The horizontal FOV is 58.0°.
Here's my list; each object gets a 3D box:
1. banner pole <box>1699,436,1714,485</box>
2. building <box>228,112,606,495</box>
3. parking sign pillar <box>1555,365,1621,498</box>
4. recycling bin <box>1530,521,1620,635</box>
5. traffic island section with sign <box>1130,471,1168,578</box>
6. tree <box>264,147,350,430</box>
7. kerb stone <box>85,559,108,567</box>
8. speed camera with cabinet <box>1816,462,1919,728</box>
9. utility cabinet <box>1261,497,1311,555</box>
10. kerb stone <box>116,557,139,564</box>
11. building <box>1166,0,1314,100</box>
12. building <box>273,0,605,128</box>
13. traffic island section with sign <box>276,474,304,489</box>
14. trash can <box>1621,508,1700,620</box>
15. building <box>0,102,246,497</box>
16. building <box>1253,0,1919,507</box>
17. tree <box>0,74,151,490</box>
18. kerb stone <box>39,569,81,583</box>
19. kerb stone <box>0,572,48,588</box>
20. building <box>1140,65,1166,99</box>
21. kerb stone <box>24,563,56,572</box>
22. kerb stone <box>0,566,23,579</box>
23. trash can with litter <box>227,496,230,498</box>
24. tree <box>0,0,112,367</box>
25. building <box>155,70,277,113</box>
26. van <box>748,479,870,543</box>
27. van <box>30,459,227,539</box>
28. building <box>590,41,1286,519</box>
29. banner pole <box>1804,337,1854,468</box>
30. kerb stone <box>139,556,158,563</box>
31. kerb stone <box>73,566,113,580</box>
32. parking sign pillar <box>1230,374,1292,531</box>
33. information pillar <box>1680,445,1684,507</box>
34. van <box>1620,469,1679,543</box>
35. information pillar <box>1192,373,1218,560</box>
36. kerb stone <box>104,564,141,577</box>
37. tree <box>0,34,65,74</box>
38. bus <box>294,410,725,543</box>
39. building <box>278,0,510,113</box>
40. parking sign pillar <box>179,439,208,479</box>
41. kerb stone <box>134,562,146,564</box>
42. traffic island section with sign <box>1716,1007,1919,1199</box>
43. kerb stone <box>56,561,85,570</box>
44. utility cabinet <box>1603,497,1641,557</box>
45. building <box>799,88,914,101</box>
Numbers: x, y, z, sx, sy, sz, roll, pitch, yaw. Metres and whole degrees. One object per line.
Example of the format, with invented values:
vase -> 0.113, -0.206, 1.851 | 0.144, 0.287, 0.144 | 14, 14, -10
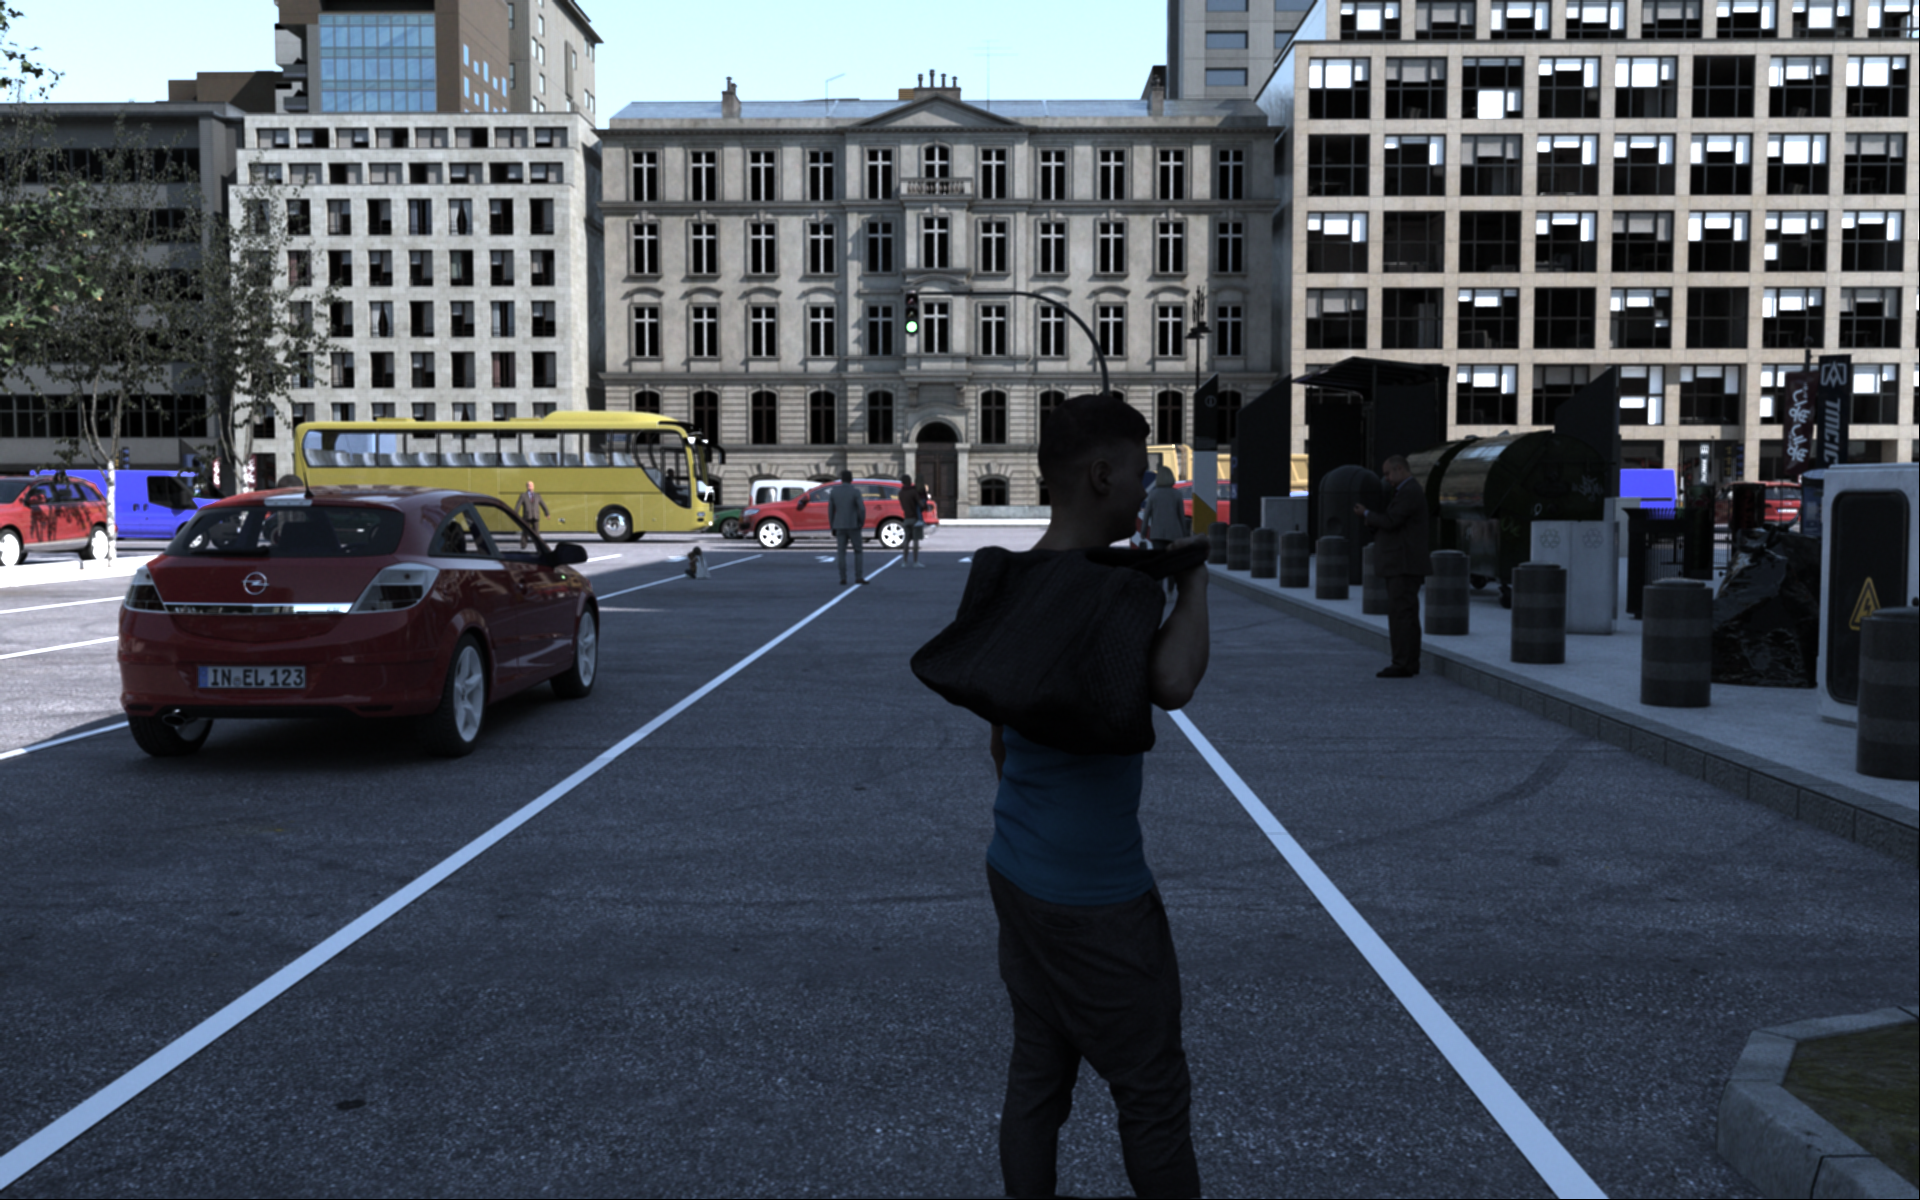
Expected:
banner pole -> 32.087, -5.160, 74.387 | 0.863, 3.779, 0.401 | -1, 4, -13
building -> -27.376, -14.409, 90.346 | 16.860, 20.320, 10.420 | 0, 4, 1
parking sign pillar -> 13.323, -2.956, 36.805 | 1.447, 3.967, 1.447 | -3, 5, -45
recycling bin -> 5.728, -0.220, 16.145 | 0.722, 1.027, 0.722 | 2, 4, 25
traffic island section with sign -> 3.127, -1.338, 30.503 | 1.989, 1.847, 2.006 | 0, 4, 1
tree -> -15.197, -5.135, 36.770 | 4.360, 8.622, 3.978 | 0, 3, 0
kerb stone -> -16.732, -0.690, 33.469 | 0.120, 0.150, 1.000 | 0, 4, 1
speed camera with cabinet -> 5.237, -0.882, 8.763 | 0.660, 3.252, 2.038 | 0, 4, -7
utility cabinet -> 6.868, -1.548, 36.468 | 1.020, 1.237, 0.306 | -1, 4, -9
kerb stone -> -16.721, -0.753, 34.501 | 0.120, 0.150, 1.000 | 0, 4, 1
building -> 29.139, -37.588, 156.558 | 21.231, 58.520, 28.212 | 0, 4, 1
building -> -52.215, -35.748, 173.722 | 27.495, 52.752, 28.713 | 0, 4, 1
traffic island section with sign -> -15.571, -1.928, 39.664 | 2.006, 1.907, 1.989 | 0, 4, 1
trash can -> 7.158, -0.372, 17.732 | 0.748, 1.137, 0.748 | 0, 3, 0
building -> -50.923, -16.774, 93.318 | 30.058, 24.678, 14.314 | 0, 4, 1
building -> 33.407, -17.698, 93.873 | 34.151, 26.468, 19.350 | 0, 4, 1
tree -> -15.845, -4.862, 32.314 | 4.360, 8.622, 3.978 | 0, 3, 0
kerb stone -> -14.736, -0.368, 28.330 | 0.120, 0.150, 1.000 | 0, 4, 1
kerb stone -> -14.755, -0.311, 27.303 | 0.120, 0.150, 1.000 | 0, 4, 1
building -> 25.943, -32.298, 178.189 | 14.600, 45.320, 14.200 | 0, 4, 1
kerb stone -> -16.774, -0.564, 31.411 | 0.120, 0.150, 1.000 | 0, 4, 1
kerb stone -> -16.800, -0.500, 30.378 | 0.120, 0.150, 1.000 | 0, 4, 1
trash can with litter -> -32.674, -4.001, 76.467 | 1.678, 1.210, 2.233 | 1, 4, 11
tree -> -16.039, -6.190, 20.667 | 9.611, 12.733, 9.660 | 0, 3, 0
building -> -73.278, -32.475, 181.074 | 14.200, 45.320, 14.600 | 0, 4, 1
van -> -4.190, -2.695, 51.081 | 4.112, 2.044, 2.013 | 0, 4, 3
van -> -20.902, -2.439, 44.261 | 5.245, 2.365, 2.240 | 0, 4, 3
building -> -1.063, -16.717, 92.414 | 34.723, 24.649, 14.460 | 0, 4, 1
banner pole -> 13.677, -2.294, 27.521 | 0.863, 3.779, 0.401 | 3, 4, 38
kerb stone -> -16.697, -0.809, 35.531 | 0.120, 0.150, 1.000 | 0, 4, 1
kerb stone -> -14.712, -0.433, 29.365 | 0.120, 0.150, 1.000 | 0, 4, 1
parking sign pillar -> 6.735, -3.079, 38.822 | 1.447, 3.967, 1.447 | -1, 4, -16
information pillar -> 34.894, -5.649, 83.710 | 0.183, 3.616, 0.504 | 1, 4, 18
van -> 14.817, -2.345, 42.727 | 5.245, 2.365, 2.240 | 0, 4, 2
information pillar -> 4.744, -2.574, 33.439 | 0.504, 3.616, 0.183 | -1, 4, -10
kerb stone -> -14.699, -0.501, 30.392 | 0.120, 0.150, 1.000 | 0, 4, 1
tree -> -15.750, -4.590, 27.860 | 4.360, 8.622, 3.978 | 0, 3, 0
bus -> -13.310, -3.678, 51.682 | 12.252, 3.916, 2.896 | 0, 4, 0
building -> -45.935, -30.179, 143.530 | 14.600, 45.320, 14.200 | 0, 4, 1
parking sign pillar -> -37.453, -5.885, 84.697 | 1.447, 3.967, 1.447 | 2, 4, 28
kerb stone -> -14.681, -0.564, 31.420 | 0.120, 0.150, 1.000 | 0, 4, 1
traffic island section with sign -> 2.636, 0.327, 3.283 | 1.989, 1.847, 2.006 | 0, 4, 1
kerb stone -> -16.758, -0.627, 32.439 | 0.120, 0.150, 1.000 | 0, 4, 1
utility cabinet -> 13.481, -1.479, 35.340 | 1.020, 1.237, 0.306 | -3, 5, -40
building -> -15.649, -43.592, 254.732 | 28.212, 58.520, 21.231 | 0, 4, 1
